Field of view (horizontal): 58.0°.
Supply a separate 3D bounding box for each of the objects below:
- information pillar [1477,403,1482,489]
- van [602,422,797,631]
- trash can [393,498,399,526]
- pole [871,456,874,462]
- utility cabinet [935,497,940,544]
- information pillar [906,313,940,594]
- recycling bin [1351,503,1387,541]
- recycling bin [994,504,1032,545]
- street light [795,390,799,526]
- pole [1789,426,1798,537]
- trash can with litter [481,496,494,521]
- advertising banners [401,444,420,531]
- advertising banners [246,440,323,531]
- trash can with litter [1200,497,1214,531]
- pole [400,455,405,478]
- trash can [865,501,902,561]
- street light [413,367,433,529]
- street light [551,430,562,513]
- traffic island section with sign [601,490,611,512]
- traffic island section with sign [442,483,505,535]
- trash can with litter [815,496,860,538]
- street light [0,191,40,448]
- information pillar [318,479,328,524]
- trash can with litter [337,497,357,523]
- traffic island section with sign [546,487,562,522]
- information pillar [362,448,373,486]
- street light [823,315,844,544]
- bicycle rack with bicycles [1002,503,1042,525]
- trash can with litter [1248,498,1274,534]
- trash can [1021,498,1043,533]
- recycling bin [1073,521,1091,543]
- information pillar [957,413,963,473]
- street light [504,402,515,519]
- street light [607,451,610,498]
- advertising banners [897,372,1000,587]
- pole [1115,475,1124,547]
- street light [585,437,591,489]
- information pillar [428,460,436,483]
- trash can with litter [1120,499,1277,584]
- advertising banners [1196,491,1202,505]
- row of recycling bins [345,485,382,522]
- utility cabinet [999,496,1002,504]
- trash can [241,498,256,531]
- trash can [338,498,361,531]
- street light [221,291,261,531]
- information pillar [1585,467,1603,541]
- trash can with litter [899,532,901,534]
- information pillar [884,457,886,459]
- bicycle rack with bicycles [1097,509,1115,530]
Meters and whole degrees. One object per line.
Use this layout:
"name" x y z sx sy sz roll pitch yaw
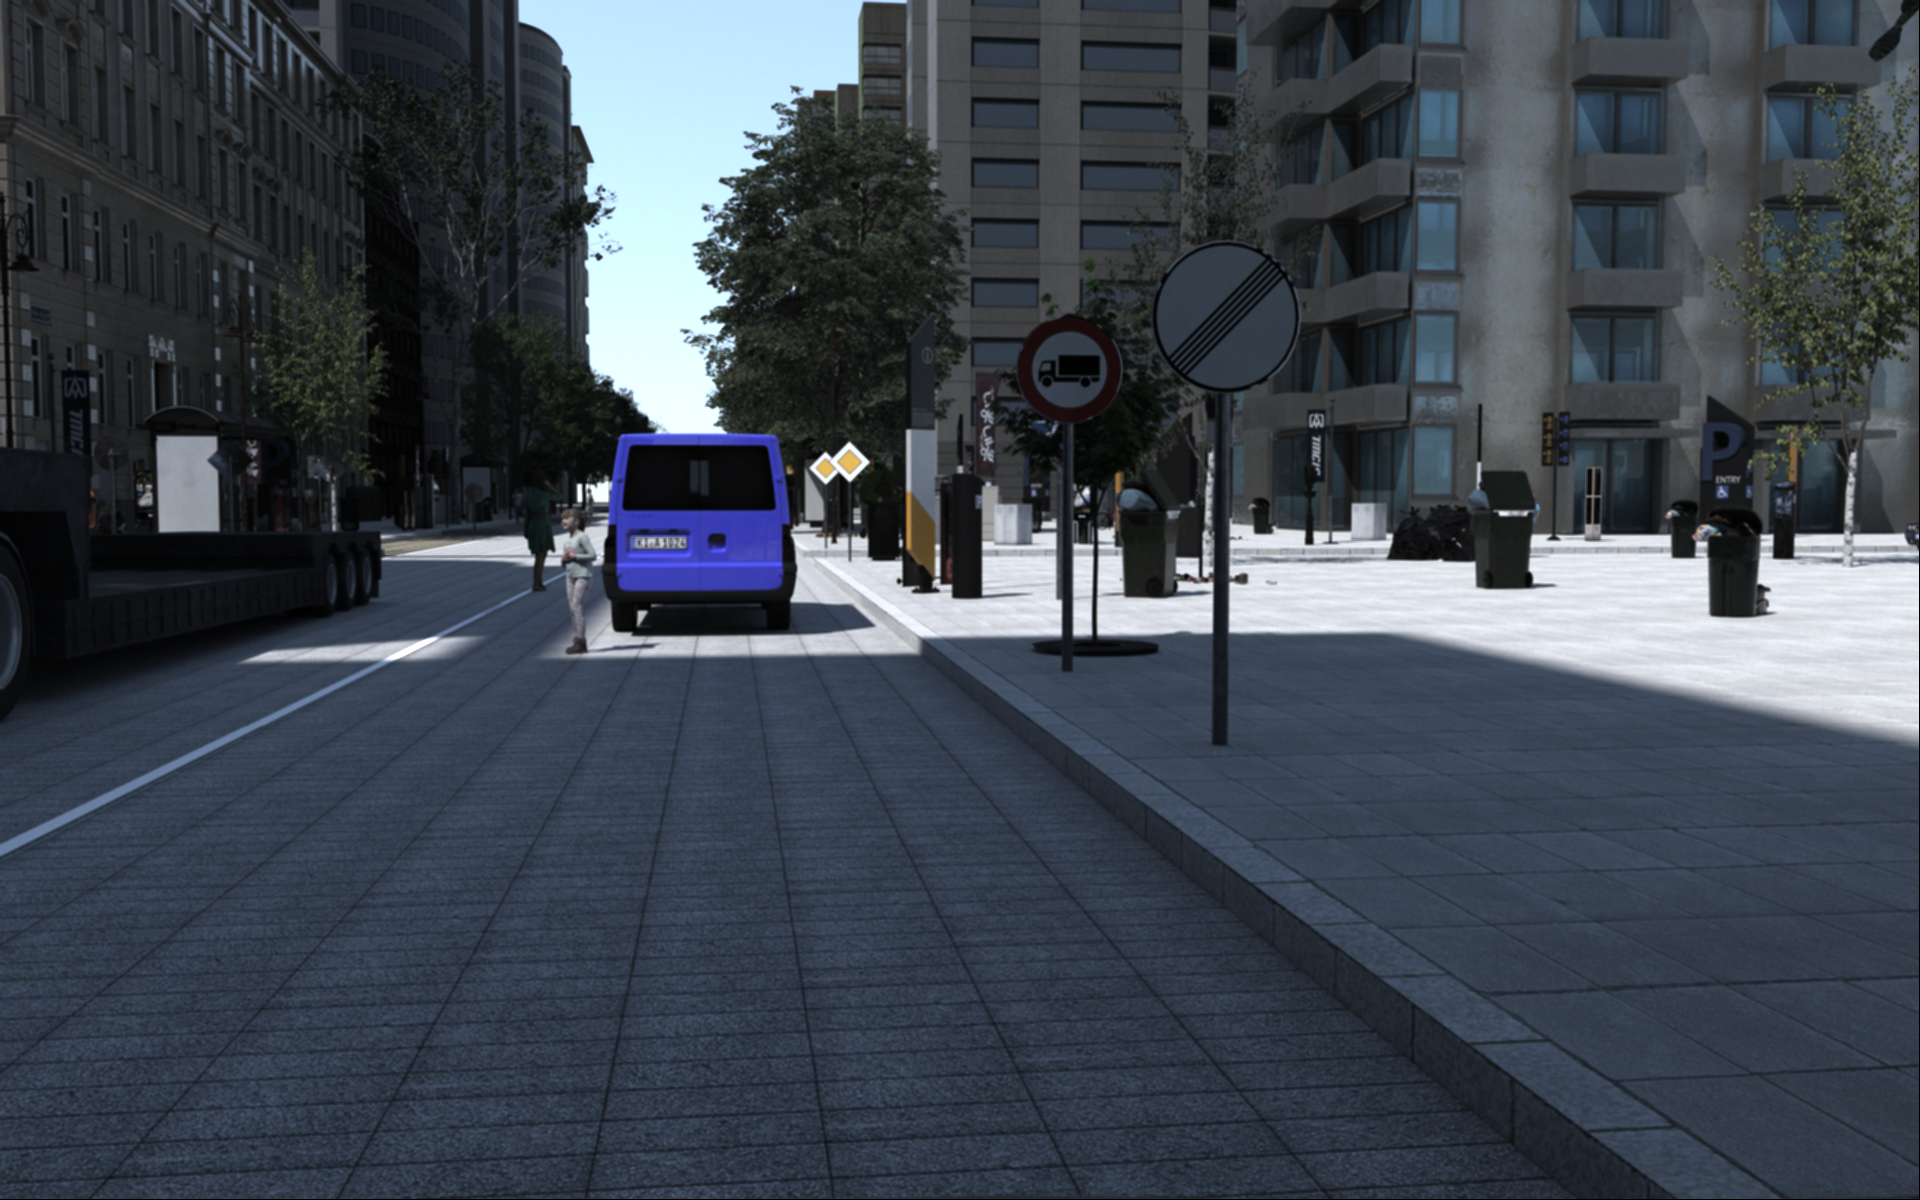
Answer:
"information pillar" 13.494 -3.284 45.047 0.183 3.616 0.504 1 4 15
"van" -2.934 -0.944 19.812 2.240 2.365 5.245 0 4 -8
"trash can" -22.383 -3.536 69.467 0.748 1.137 0.748 0 3 0
"pole" -4.664 -6.018 92.241 0.158 3.312 0.155 0 3 0
"utility cabinet" -0.913 -2.010 44.030 1.020 1.237 0.306 -2 4 -33
"information pillar" -0.497 -1.895 22.335 0.183 3.616 0.504 3 5 40
"recycling bin" 11.353 -2.173 48.079 0.722 1.027 0.722 -3 5 -44
"recycling bin" 1.346 -1.908 43.745 0.722 1.027 0.722 3 4 37
"street light" -6.475 -5.854 68.495 0.468 5.910 1.993 0 4 -8
"pole" 24.926 -3.548 51.847 0.158 3.312 0.155 0 3 0
"trash can with litter" -22.434 -4.285 81.440 1.055 1.170 0.624 2 4 31
"advertising banners" -19.164 -3.934 60.511 0.090 3.025 2.074 0 3 0
"advertising banners" -18.151 -3.069 46.362 2.074 3.025 0.090 -3 4 -36
"trash can with litter" 8.786 -2.971 59.963 0.624 1.170 1.055 -2 4 -34
"pole" -29.578 -5.993 91.824 0.158 3.312 0.155 0 3 0
"trash can" -1.475 -1.335 33.485 0.748 1.137 0.748 0 3 0
"street light" -19.580 -5.533 63.249 0.468 5.910 1.993 0 4 -8
"street light" -25.866 -8.420 110.451 0.468 5.910 1.993 0 4 -8
"traffic island section with sign" -27.564 -7.913 138.009 1.989 1.847 2.006 0 4 -8
"traffic island section with sign" -17.294 -3.245 61.681 1.989 1.847 2.006 0 4 -8
"trash can with litter" -3.577 -2.513 52.140 1.678 1.210 2.233 2 4 26
"street light" -14.638 -3.294 26.640 0.468 5.910 1.993 0 4 -8
"information pillar" -27.720 -4.334 75.356 0.304 2.012 0.304 1 4 8
"trash can with litter" -27.582 -4.069 77.915 1.055 1.170 0.624 -1 4 -22
"traffic island section with sign" -20.895 -4.879 88.395 1.989 1.847 2.006 0 4 -8
"information pillar" -29.755 -5.847 86.958 0.504 3.616 0.183 -1 4 -10
"street light" -3.268 -4.406 44.819 0.468 5.910 1.993 0 4 -8
"bicycle rack with bicycles" 2.312 -3.551 71.439 2.852 0.926 2.925 0 4 6
"trash can with litter" 9.737 -2.719 55.851 0.624 1.170 1.055 2 4 27
"trash can" 2.364 -2.767 56.900 0.748 1.137 0.748 0 3 0
"recycling bin" 3.032 -2.048 46.036 0.722 1.027 0.722 -1 4 -14
"information pillar" 0.004 -3.623 50.594 0.183 3.616 0.504 -1 4 -10
"street light" -22.712 -7.004 87.297 0.468 5.910 1.993 0 4 -8
"street light" -32.786 -11.565 161.873 0.468 5.910 1.993 0 4 -8
"advertising banners" -0.119 -1.736 24.566 0.090 3.025 2.074 3 5 44
"pole" 3.835 -2.922 41.611 0.158 3.312 0.155 0 3 0
"street light" -29.706 -10.148 138.708 0.468 5.910 1.993 0 4 -8
"information pillar" -32.591 -7.068 106.915 0.504 3.616 0.183 1 4 13
"trash can with litter" 3.562 -0.869 25.270 1.678 1.210 2.233 -3 5 -44
"advertising banners" 10.566 -5.004 78.003 0.090 3.025 2.074 2 4 25
"row of recycling bins" -28.144 -4.572 81.861 1.069 1.692 3.534 0 4 -2
"utility cabinet" 1.144 -3.430 67.236 1.020 1.237 0.306 -2 4 -35
"trash can" -23.335 -2.738 56.418 0.748 1.137 0.748 0 3 0
"trash can" -20.812 -2.900 59.067 0.748 1.137 0.748 0 3 0
"street light" -16.357 -4.082 39.529 0.468 5.910 1.993 0 4 -8
"information pillar" 17.286 -2.616 47.258 0.304 2.012 0.304 -1 4 -20
"trash can with litter" -1.820 -2.586 53.674 1.055 1.170 0.624 1 4 11
"information pillar" -4.824 -7.264 110.126 0.183 3.616 0.504 1 4 14
"bicycle rack with bicycles" 6.661 -2.995 62.356 2.925 0.926 2.852 2 4 35
